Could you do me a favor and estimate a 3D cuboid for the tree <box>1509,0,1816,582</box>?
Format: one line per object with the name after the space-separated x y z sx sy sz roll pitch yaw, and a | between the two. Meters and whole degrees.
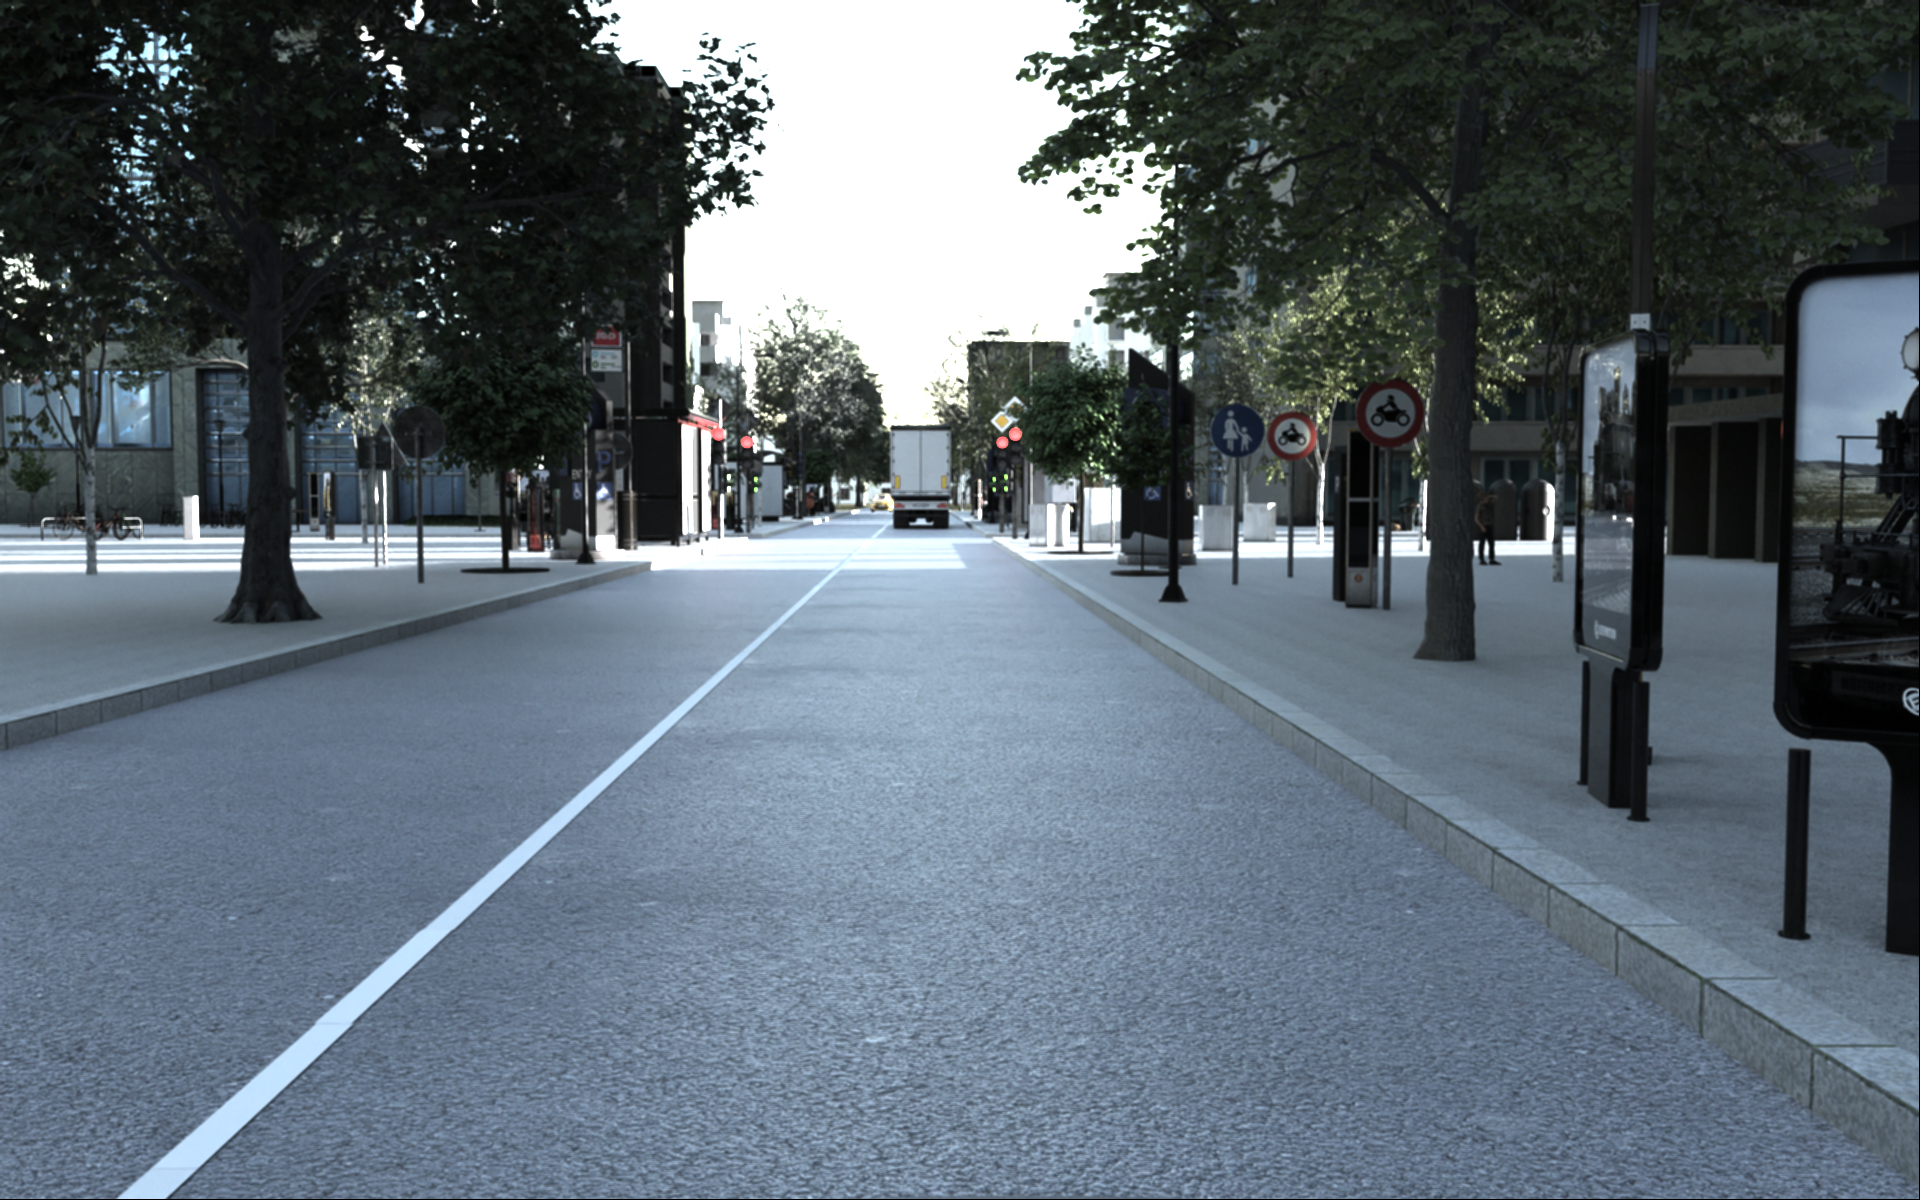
8.999 -4.575 25.163 4.737 8.622 4.395 0 3 0 | tree

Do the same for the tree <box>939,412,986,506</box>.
-0.238 -15.983 195.738 7.601 10.594 8.767 1 4 12 | tree

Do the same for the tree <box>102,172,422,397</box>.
-14.492 -6.261 36.775 7.601 10.594 8.767 0 4 1 | tree

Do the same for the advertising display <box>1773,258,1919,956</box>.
2.770 0.029 4.732 0.974 1.923 0.123 2 4 34 | advertising display

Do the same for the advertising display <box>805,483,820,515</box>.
-8.849 -6.037 103.918 0.974 1.923 0.123 2 4 32 | advertising display

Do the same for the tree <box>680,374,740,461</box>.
-15.139 -9.441 104.717 4.737 8.622 4.395 0 3 0 | tree

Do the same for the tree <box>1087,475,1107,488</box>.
8.866 -8.538 89.954 4.360 8.622 3.978 0 3 0 | tree

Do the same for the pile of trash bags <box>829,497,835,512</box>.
-10.553 -6.834 121.481 3.447 1.369 1.912 -1 4 -21 | pile of trash bags

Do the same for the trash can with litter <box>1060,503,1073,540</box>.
2.594 -2.251 48.191 1.055 1.170 0.624 0 4 -3 | trash can with litter

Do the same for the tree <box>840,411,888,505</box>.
-11.380 -17.270 200.484 7.486 12.596 7.792 0 3 0 | tree

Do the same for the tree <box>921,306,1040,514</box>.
1.507 -12.377 112.735 12.009 13.543 11.850 0 3 0 | tree

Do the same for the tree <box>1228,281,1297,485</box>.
9.048 -5.715 43.810 4.737 8.622 4.395 0 3 0 | tree

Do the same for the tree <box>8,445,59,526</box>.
-37.143 -4.557 69.106 1.663 3.219 1.824 0 3 0 | tree

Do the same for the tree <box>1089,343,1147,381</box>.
7.891 -8.174 84.014 4.737 8.622 4.395 0 3 0 | tree

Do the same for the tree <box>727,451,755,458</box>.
-14.562 -7.925 113.282 4.285 4.588 4.351 0 3 0 | tree

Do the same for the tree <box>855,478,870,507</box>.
-10.338 -11.211 177.894 1.663 3.219 1.824 0 3 0 | tree

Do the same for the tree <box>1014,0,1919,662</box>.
4.219 -5.813 13.170 7.486 12.596 7.792 0 3 0 | tree

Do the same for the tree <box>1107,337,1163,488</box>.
9.463 -7.777 77.523 4.360 8.622 3.978 0 3 0 | tree

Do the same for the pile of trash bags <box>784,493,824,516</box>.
-9.996 -5.563 100.702 3.447 1.369 1.912 1 4 22 | pile of trash bags

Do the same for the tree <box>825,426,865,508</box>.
-10.536 -12.450 153.925 4.737 8.622 4.395 0 3 0 | tree

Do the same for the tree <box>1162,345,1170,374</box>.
10.221 -7.140 67.102 4.360 8.622 3.978 0 3 0 | tree

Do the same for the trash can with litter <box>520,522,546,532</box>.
-14.260 -2.852 58.015 1.055 1.170 0.624 -2 4 -23 | trash can with litter

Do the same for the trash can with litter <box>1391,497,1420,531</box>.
15.268 -2.954 59.685 1.055 1.170 0.624 -2 4 -27 | trash can with litter

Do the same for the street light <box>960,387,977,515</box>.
0.871 -6.277 75.167 1.470 5.913 1.316 0 4 -1 | street light

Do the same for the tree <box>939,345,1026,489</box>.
1.354 -8.245 85.166 4.360 8.622 3.978 0 3 0 | tree

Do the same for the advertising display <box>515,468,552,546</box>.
-10.693 -2.336 43.408 0.123 1.923 0.974 3 5 44 | advertising display

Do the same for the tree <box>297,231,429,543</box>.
-15.472 -5.773 44.752 4.360 8.622 3.978 0 3 0 | tree

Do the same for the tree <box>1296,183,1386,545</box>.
9.727 -5.140 34.394 4.737 8.622 4.395 0 3 0 | tree

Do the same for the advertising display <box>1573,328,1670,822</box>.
2.722 -0.121 7.185 0.123 1.923 0.974 0 4 7 | advertising display

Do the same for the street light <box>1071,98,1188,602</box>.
2.010 -2.935 20.526 1.470 5.913 1.316 0 4 -1 | street light

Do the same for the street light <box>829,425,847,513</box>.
-8.163 -8.790 116.255 1.470 5.913 1.316 0 4 -1 | street light

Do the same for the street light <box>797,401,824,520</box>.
-7.474 -6.984 86.726 1.470 5.913 1.316 0 4 -1 | street light

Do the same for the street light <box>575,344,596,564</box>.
-6.350 -3.619 31.707 1.470 5.913 1.316 0 4 -1 | street light

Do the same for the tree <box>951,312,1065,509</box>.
2.423 -7.287 69.503 4.737 8.622 4.395 0 3 0 | tree

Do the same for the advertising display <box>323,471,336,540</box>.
-17.563 -2.632 48.240 0.123 1.923 0.974 -2 4 -32 | advertising display

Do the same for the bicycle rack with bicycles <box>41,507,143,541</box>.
-24.222 -2.165 48.782 2.852 0.926 2.925 1 4 21 | bicycle rack with bicycles

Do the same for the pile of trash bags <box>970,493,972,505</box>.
2.375 -6.662 118.682 3.447 1.369 1.912 1 4 11 | pile of trash bags

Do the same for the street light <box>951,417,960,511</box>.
0.245 -8.032 103.856 1.470 5.913 1.316 0 4 -1 | street light

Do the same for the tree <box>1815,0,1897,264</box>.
8.362 -4.287 20.449 4.737 8.622 4.395 0 3 0 | tree

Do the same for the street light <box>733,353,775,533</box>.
-6.794 -5.184 57.295 1.470 5.913 1.316 0 4 -1 | street light

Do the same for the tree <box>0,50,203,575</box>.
-14.102 -4.719 27.521 4.360 8.622 3.978 0 3 0 | tree

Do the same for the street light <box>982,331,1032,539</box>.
1.458 -4.703 49.435 1.470 5.913 1.316 0 4 -1 | street light

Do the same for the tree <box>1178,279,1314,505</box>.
9.850 -6.638 58.900 4.360 8.622 3.978 0 3 0 | tree
